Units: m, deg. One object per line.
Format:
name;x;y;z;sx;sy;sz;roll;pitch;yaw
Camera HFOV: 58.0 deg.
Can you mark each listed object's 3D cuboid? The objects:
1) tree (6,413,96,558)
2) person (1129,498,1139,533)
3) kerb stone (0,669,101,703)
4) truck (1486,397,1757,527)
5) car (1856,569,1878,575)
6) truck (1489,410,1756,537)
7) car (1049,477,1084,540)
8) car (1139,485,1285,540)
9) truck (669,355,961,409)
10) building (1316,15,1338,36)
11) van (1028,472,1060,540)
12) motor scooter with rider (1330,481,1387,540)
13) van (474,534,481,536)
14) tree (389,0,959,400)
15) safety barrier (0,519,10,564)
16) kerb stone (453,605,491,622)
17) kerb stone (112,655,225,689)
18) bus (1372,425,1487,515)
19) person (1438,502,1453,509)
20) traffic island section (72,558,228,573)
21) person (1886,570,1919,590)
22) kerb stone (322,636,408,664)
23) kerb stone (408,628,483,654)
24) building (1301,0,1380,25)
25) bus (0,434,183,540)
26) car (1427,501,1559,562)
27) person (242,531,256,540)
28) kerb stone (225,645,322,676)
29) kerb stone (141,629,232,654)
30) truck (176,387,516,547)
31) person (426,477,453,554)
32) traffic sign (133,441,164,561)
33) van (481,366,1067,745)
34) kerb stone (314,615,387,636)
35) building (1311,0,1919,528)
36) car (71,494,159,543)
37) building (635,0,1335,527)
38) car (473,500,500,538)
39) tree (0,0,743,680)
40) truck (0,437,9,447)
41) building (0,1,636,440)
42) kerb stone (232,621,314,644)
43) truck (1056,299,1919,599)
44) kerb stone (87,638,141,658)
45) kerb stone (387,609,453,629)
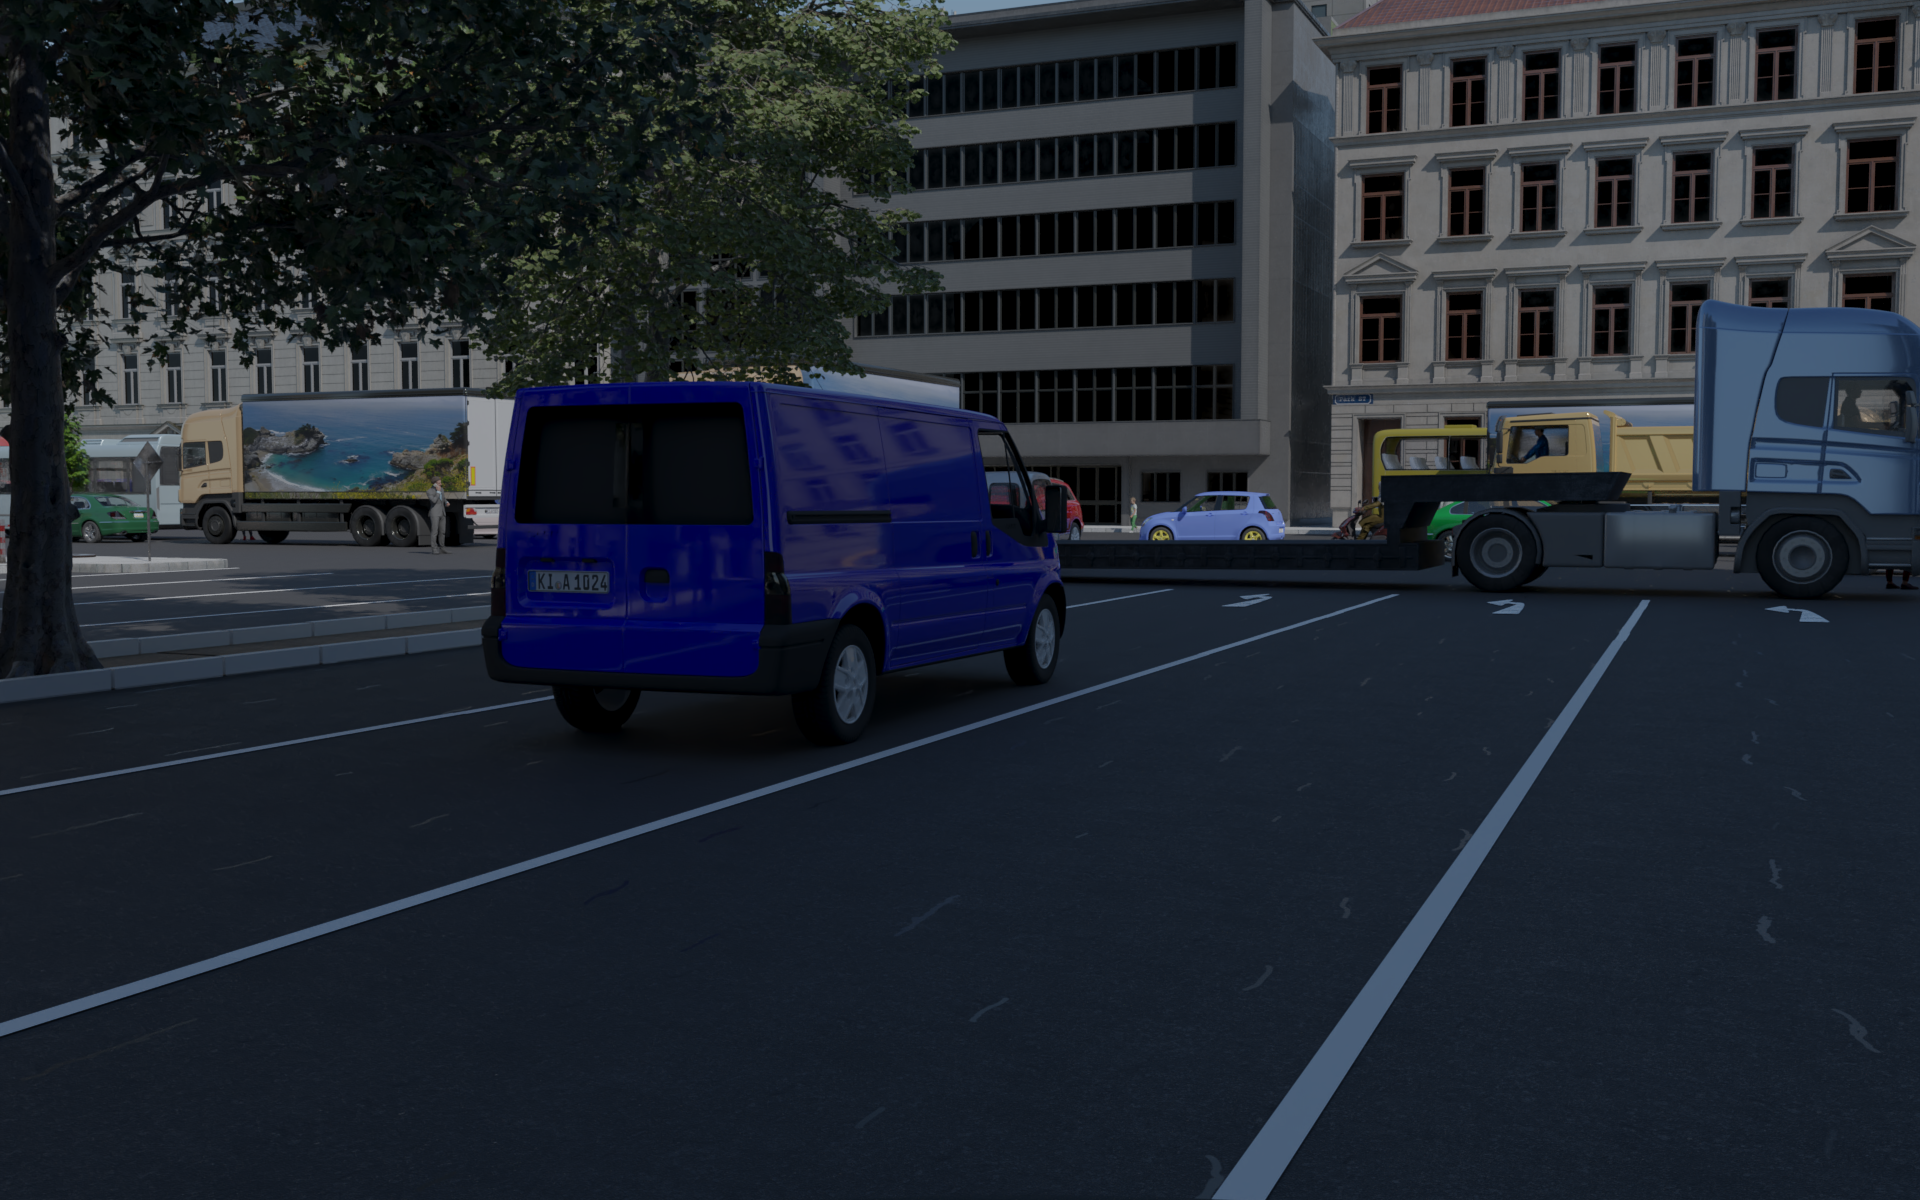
tree;-18.114;-2.482;35.190;1.663;3.219;1.824;0;3;0
person;6.464;-3.154;64.309;0.306;1.304;0.590;3;5;44
kerb stone;-6.464;0.610;12.230;0.120;0.150;1.000;2;4;24
truck;21.469;-3.800;51.040;11.283;4.237;2.839;2;4;25
car;17.370;-1.114;30.790;3.894;1.354;1.945;2;4;25
truck;16.673;-2.737;40.680;9.791;3.379;3.469;2;4;24
car;1.155;-1.841;38.779;2.281;1.827;5.304;1;4;23
car;6.448;-2.132;44.457;3.694;1.707;1.945;1;4;22
truck;-3.241;-2.971;37.489;2.839;4.237;11.283;1;4;22
building;23.838;-28.331;146.809;14.154;41.232;14.086;2;4;24
van;-0.226;-1.569;32.659;4.112;2.044;2.013;1;4;23
motor scooter with rider;9.470;-1.887;39.824;1.986;1.779;0.876;2;4;25
van;-17.890;-3.176;58.935;4.112;2.044;2.013;2;4;24
tree;-3.566;-6.133;20.856;7.486;12.596;7.792;0;3;0
safety barrier;-17.704;-1.081;31.955;0.300;0.817;1.120;2;4;24
kerb stone;-5.485;0.153;19.695;0.120;0.150;1.000;2;4;24
kerb stone;-6.049;0.552;13.175;0.120;0.150;1.000;2;4;24
bus;19.604;-3.913;55.517;12.252;3.916;2.896;2;4;25
person;13.420;-2.351;47.430;0.782;1.767;0.515;-2;4;-32
traffic island section;-15.474;-0.658;33.036;2.009;0.180;2.903;2;4;24
person;14.196;-0.988;26.114;0.566;1.644;0.517;2;4;35
kerb stone;-5.222;0.436;15.065;0.120;0.150;1.000;2;4;24
kerb stone;-4.802;0.381;16.012;0.120;0.150;1.000;2;4;24
building;32.027;-44.935;172.937;20.611;71.187;20.563;2;4;24
bus;-30.050;-3.787;56.770;13.247;3.499;2.948;2;4;24
car;11.999;-1.717;36.876;4.718;1.807;1.959;2;4;25
person;-22.118;-2.658;53.823;0.647;1.594;0.662;-1;4;-14
kerb stone;-5.641;0.494;14.126;0.120;0.150;1.000;2;4;24
kerb stone;-7.150;0.392;15.909;0.120;0.150;1.000;2;4;24
truck;-17.577;-3.663;48.807;11.283;4.237;2.839;2;4;24
person;-12.369;-2.015;41.250;0.447;1.846;0.655;1;4;22
traffic sign;-15.450;-1.793;32.964;0.795;2.450;0.064;2;4;24
van;-0.855;-0.450;11.741;2.240;2.365;5.245;1;4;22
kerb stone;-6.314;0.268;17.808;0.120;0.150;1.000;2;4;24
building;24.990;-14.024;65.449;21.152;22.565;11.583;2;4;24
car;-26.233;-2.448;51.827;4.920;1.459;2.131;2;4;24
building;1.187;-15.784;77.135;30.058;24.678;14.314;2;4;24
car;-14.423;-2.632;55.403;4.827;1.381;2.083;2;4;24
tree;-6.935;-5.715;12.901;9.611;12.733;9.660;0;3;0
truck;-44.100;-5.227;74.380;11.283;4.237;2.839;1;4;22
building;-32.873;-19.334;92.531;44.131;29.872;17.030;2;4;24
kerb stone;-6.731;0.333;16.857;0.120;0.150;1.000;2;4;24
truck;5.434;-2.296;27.301;18.799;4.110;2.967;2;4;24
kerb stone;-7.559;0.442;14.965;0.120;0.150;1.000;2;4;24
kerb stone;-5.895;0.211;18.752;0.120;0.150;1.000;2;4;24
